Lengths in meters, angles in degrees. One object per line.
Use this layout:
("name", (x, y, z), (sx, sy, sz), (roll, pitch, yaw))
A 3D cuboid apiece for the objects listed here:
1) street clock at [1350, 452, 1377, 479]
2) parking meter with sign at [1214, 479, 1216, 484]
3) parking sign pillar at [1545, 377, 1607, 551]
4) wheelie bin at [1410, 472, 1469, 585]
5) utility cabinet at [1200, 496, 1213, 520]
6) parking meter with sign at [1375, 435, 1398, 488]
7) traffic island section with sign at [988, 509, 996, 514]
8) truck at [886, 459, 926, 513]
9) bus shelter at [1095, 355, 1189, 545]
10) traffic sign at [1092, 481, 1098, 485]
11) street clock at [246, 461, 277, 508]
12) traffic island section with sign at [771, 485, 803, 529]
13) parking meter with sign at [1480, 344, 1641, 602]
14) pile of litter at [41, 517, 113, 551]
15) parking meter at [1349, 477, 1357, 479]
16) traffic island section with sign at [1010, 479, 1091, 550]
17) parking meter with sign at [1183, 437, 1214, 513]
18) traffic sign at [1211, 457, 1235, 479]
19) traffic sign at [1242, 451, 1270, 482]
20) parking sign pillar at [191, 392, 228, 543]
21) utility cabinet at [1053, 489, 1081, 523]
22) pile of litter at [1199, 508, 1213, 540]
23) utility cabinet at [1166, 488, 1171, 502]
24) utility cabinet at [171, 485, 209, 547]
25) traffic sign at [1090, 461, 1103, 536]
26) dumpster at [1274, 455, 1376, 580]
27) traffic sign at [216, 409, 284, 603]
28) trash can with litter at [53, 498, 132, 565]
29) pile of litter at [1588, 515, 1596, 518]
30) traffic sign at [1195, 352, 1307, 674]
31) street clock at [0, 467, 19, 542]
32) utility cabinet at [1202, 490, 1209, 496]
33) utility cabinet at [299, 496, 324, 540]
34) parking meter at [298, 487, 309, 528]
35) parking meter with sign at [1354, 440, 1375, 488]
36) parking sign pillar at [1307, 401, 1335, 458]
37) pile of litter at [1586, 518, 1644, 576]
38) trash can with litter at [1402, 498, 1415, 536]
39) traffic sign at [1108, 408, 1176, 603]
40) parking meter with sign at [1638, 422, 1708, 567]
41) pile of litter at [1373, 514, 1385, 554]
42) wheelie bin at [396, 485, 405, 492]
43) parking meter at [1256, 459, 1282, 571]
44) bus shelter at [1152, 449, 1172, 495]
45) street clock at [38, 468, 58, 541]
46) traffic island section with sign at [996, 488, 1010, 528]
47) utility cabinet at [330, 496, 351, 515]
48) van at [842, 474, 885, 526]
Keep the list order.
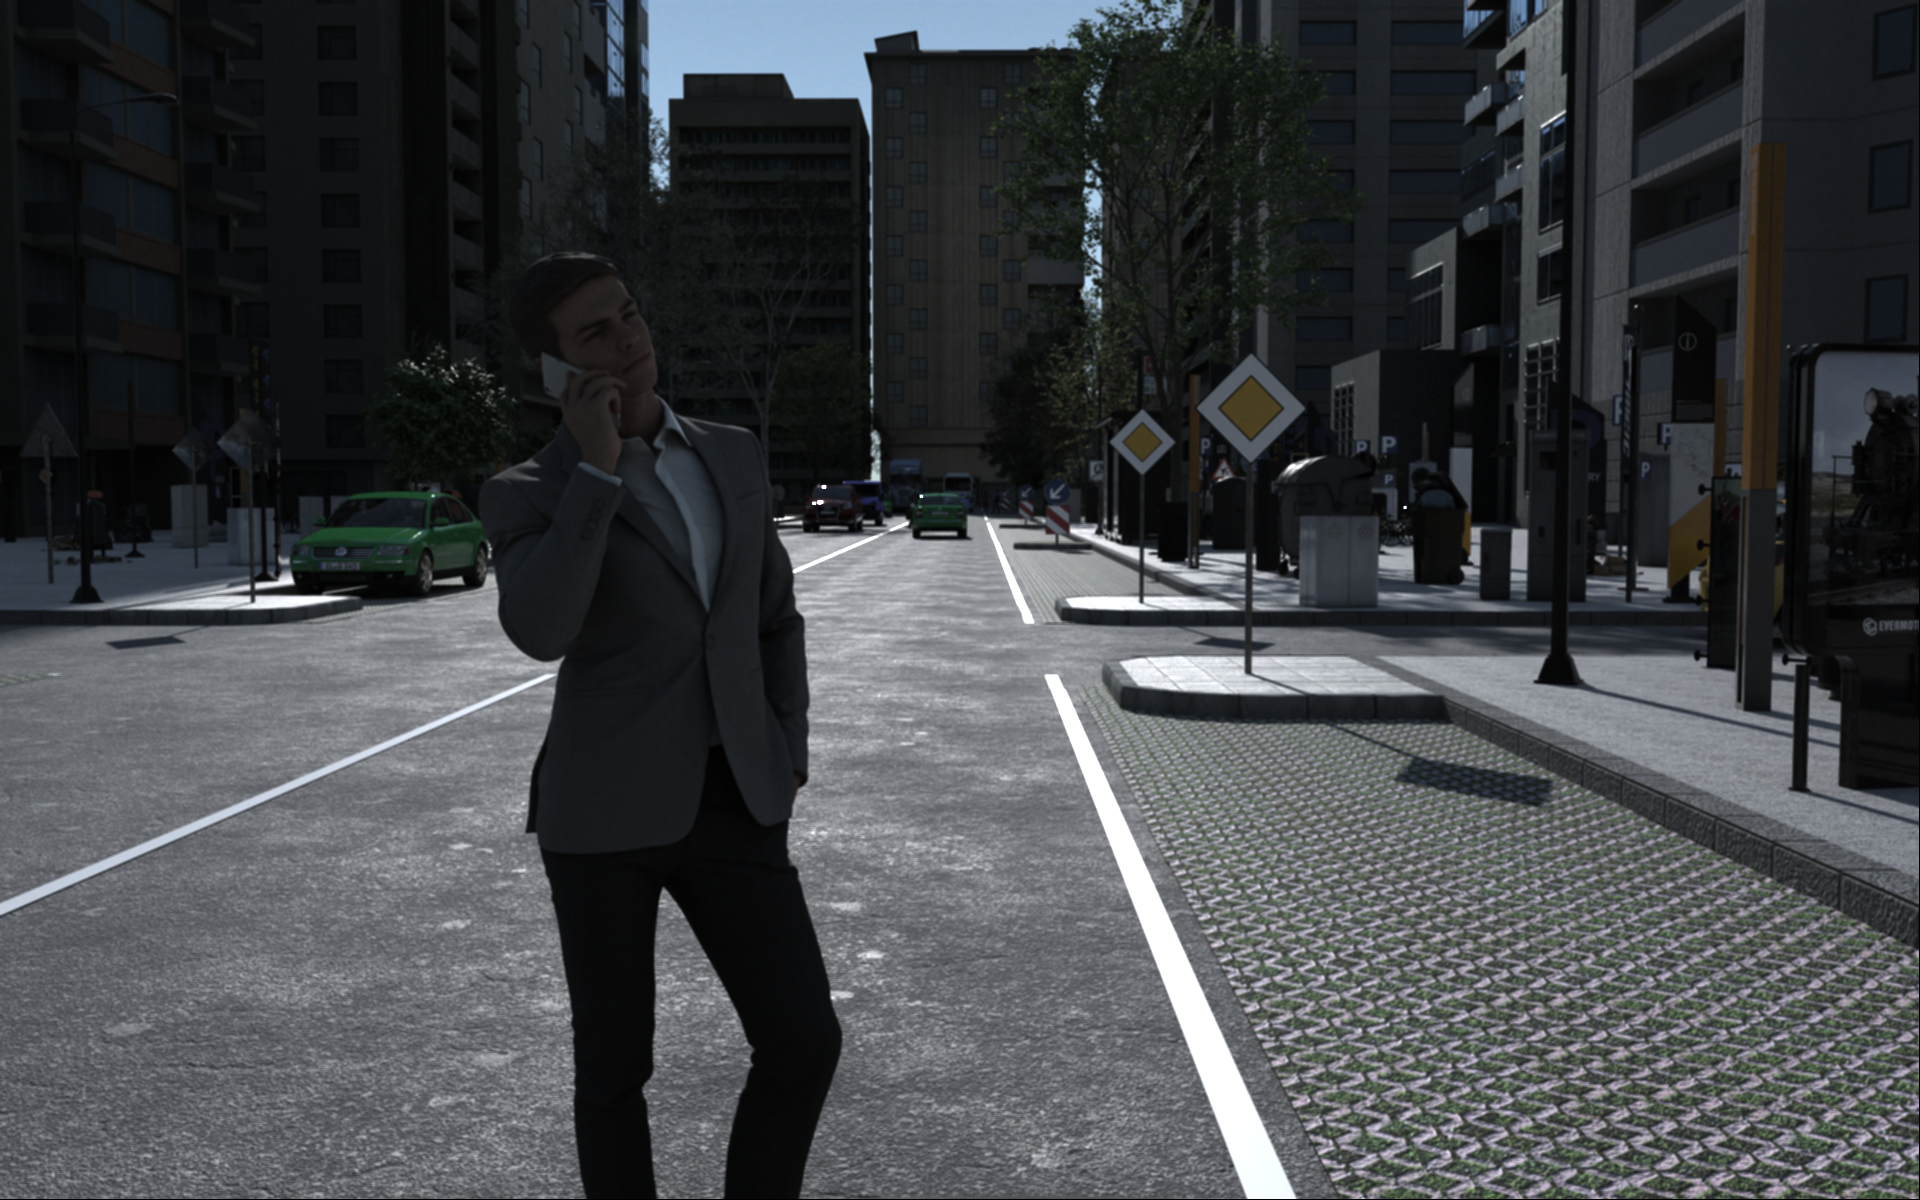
("street clock", (6.912, -1.546, 29.843), (0.471, 2.002, 0.358), (0, 4, -2))
("parking meter with sign", (13.128, -5.646, 88.576), (1.738, 3.016, 0.543), (-3, 5, -39))
("parking sign pillar", (14.139, -3.139, 39.787), (1.447, 3.967, 1.447), (0, 4, 5))
("wheelie bin", (6.814, -1.028, 24.710), (0.693, 1.594, 0.980), (0, 4, -6))
("utility cabinet", (9.577, -3.556, 69.300), (1.020, 1.237, 0.306), (1, 4, 23))
("parking meter with sign", (12.546, -3.334, 50.767), (0.543, 3.016, 1.738), (1, 4, 14))
("traffic island section with sign", (3.113, -6.992, 122.942), (1.989, 1.847, 2.006), (0, 4, 1))
("truck", (-3.959, -9.000, 136.906), (2.967, 4.110, 18.799), (0, 4, 1))
("bus shelter", (4.918, -4.291, 47.797), (2.179, 5.291, 8.768), (0, 4, 1))
("traffic sign", (7.247, -5.560, 91.019), (0.768, 2.556, 0.104), (0, 4, 5))
("street clock", (-14.655, -1.937, 36.247), (0.358, 2.002, 0.471), (3, 5, 42))
("traffic island section with sign", (-7.584, -3.879, 72.044), (1.989, 1.847, 2.006), (0, 4, 1))
("parking meter with sign", (7.158, -1.497, 20.743), (1.738, 3.016, 0.543), (1, 4, 19))
("pile of litter", (-20.171, -1.567, 39.587), (1.176, 0.858, 1.719), (3, 5, 40))
("parking meter", (6.139, -1.348, 27.753), (0.399, 1.863, 0.255), (-2, 4, -24))
("traffic island section with sign", (2.397, -2.235, 45.165), (1.989, 1.847, 2.006), (0, 4, 1))
("parking meter with sign", (6.976, -3.520, 53.814), (0.543, 3.016, 1.738), (-3, 4, -39))
("traffic sign", (9.165, -3.680, 60.173), (0.884, 2.594, 0.081), (0, 4, 3))
("traffic sign", (8.094, -2.896, 47.453), (0.768, 2.556, 0.104), (0, 4, 4))
("parking sign pillar", (-20.059, -3.536, 46.294), (1.447, 3.967, 1.447), (0, 4, -4))
("utility cabinet", (4.604, -4.026, 74.497), (1.173, 1.500, 0.318), (0, 4, 6))
("pile of litter", (7.266, -2.127, 48.740), (1.719, 0.858, 1.176), (-2, 4, -32))
("utility cabinet", (7.986, -3.334, 63.183), (1.173, 1.500, 0.318), (-3, 5, -43))
("utility cabinet", (-18.455, -2.006, 41.476), (0.318, 1.500, 1.173), (0, 4, 3))
("traffic sign", (4.279, -3.124, 53.203), (0.606, 2.300, 0.079), (0, 4, 2))
("dumpster", (5.604, -1.274, 26.591), (1.264, 1.857, 1.865), (0, 4, 1))
("traffic sign", (-8.362, -1.027, 20.429), (0.795, 2.450, 0.064), (0, 4, 1))
("trash can with litter", (-16.324, -1.293, 32.198), (1.678, 1.210, 2.233), (0, 4, -4))
("pile of litter", (13.059, -1.391, 36.701), (1.176, 0.858, 1.719), (1, 4, 19))
("traffic sign", (2.058, -0.531, 12.327), (0.795, 2.450, 0.064), (0, 4, 1))
("street clock", (-25.205, -2.529, 45.914), (0.471, 2.002, 0.358), (1, 4, 14))
("utility cabinet", (13.604, -5.295, 95.254), (0.318, 1.500, 1.173), (2, 4, 26))
("utility cabinet", (-16.819, -2.067, 44.955), (0.306, 1.237, 1.020), (0, 4, -1))
("parking meter", (-24.502, -3.441, 64.670), (0.372, 1.533, 0.369), (0, 3, 0))
("parking meter with sign", (13.569, -3.691, 56.606), (0.543, 3.016, 1.738), (3, 5, 44))
("parking sign pillar", (10.536, -3.795, 50.520), (1.447, 3.967, 1.447), (2, 4, 31))
("pile of litter", (10.104, -0.828, 27.502), (1.719, 0.858, 1.176), (-1, 4, -8))
("trash can with litter", (14.100, -2.564, 53.311), (0.624, 1.170, 1.055), (-1, 4, -23))
("traffic sign", (2.131, -1.020, 20.312), (0.795, 2.450, 0.064), (0, 4, 1))
("parking meter with sign", (12.397, -2.095, 30.515), (1.738, 3.016, 0.543), (-1, 4, -13))
("pile of litter", (8.679, -1.448, 37.632), (1.176, 0.858, 1.719), (1, 4, 22))
("wheelie bin", (-20.293, -3.367, 62.954), (0.693, 1.594, 0.980), (-1, 4, -23))
("parking meter", (5.174, -1.424, 28.986), (0.399, 1.863, 0.255), (-3, 4, -38))
("bus shelter", (7.434, -4.652, 67.347), (1.731, 3.624, 6.357), (0, 4, 0))
("street clock", (-24.926, -2.618, 47.379), (0.471, 2.002, 0.358), (-2, 4, -30))
("traffic island section with sign", (2.647, -3.923, 72.776), (1.989, 1.847, 2.006), (0, 4, 1))
("utility cabinet", (-18.913, -2.594, 53.574), (1.020, 1.237, 0.306), (-1, 4, -16))
("van", (-4.556, -4.631, 80.106), (2.240, 2.365, 5.245), (0, 4, -1))
